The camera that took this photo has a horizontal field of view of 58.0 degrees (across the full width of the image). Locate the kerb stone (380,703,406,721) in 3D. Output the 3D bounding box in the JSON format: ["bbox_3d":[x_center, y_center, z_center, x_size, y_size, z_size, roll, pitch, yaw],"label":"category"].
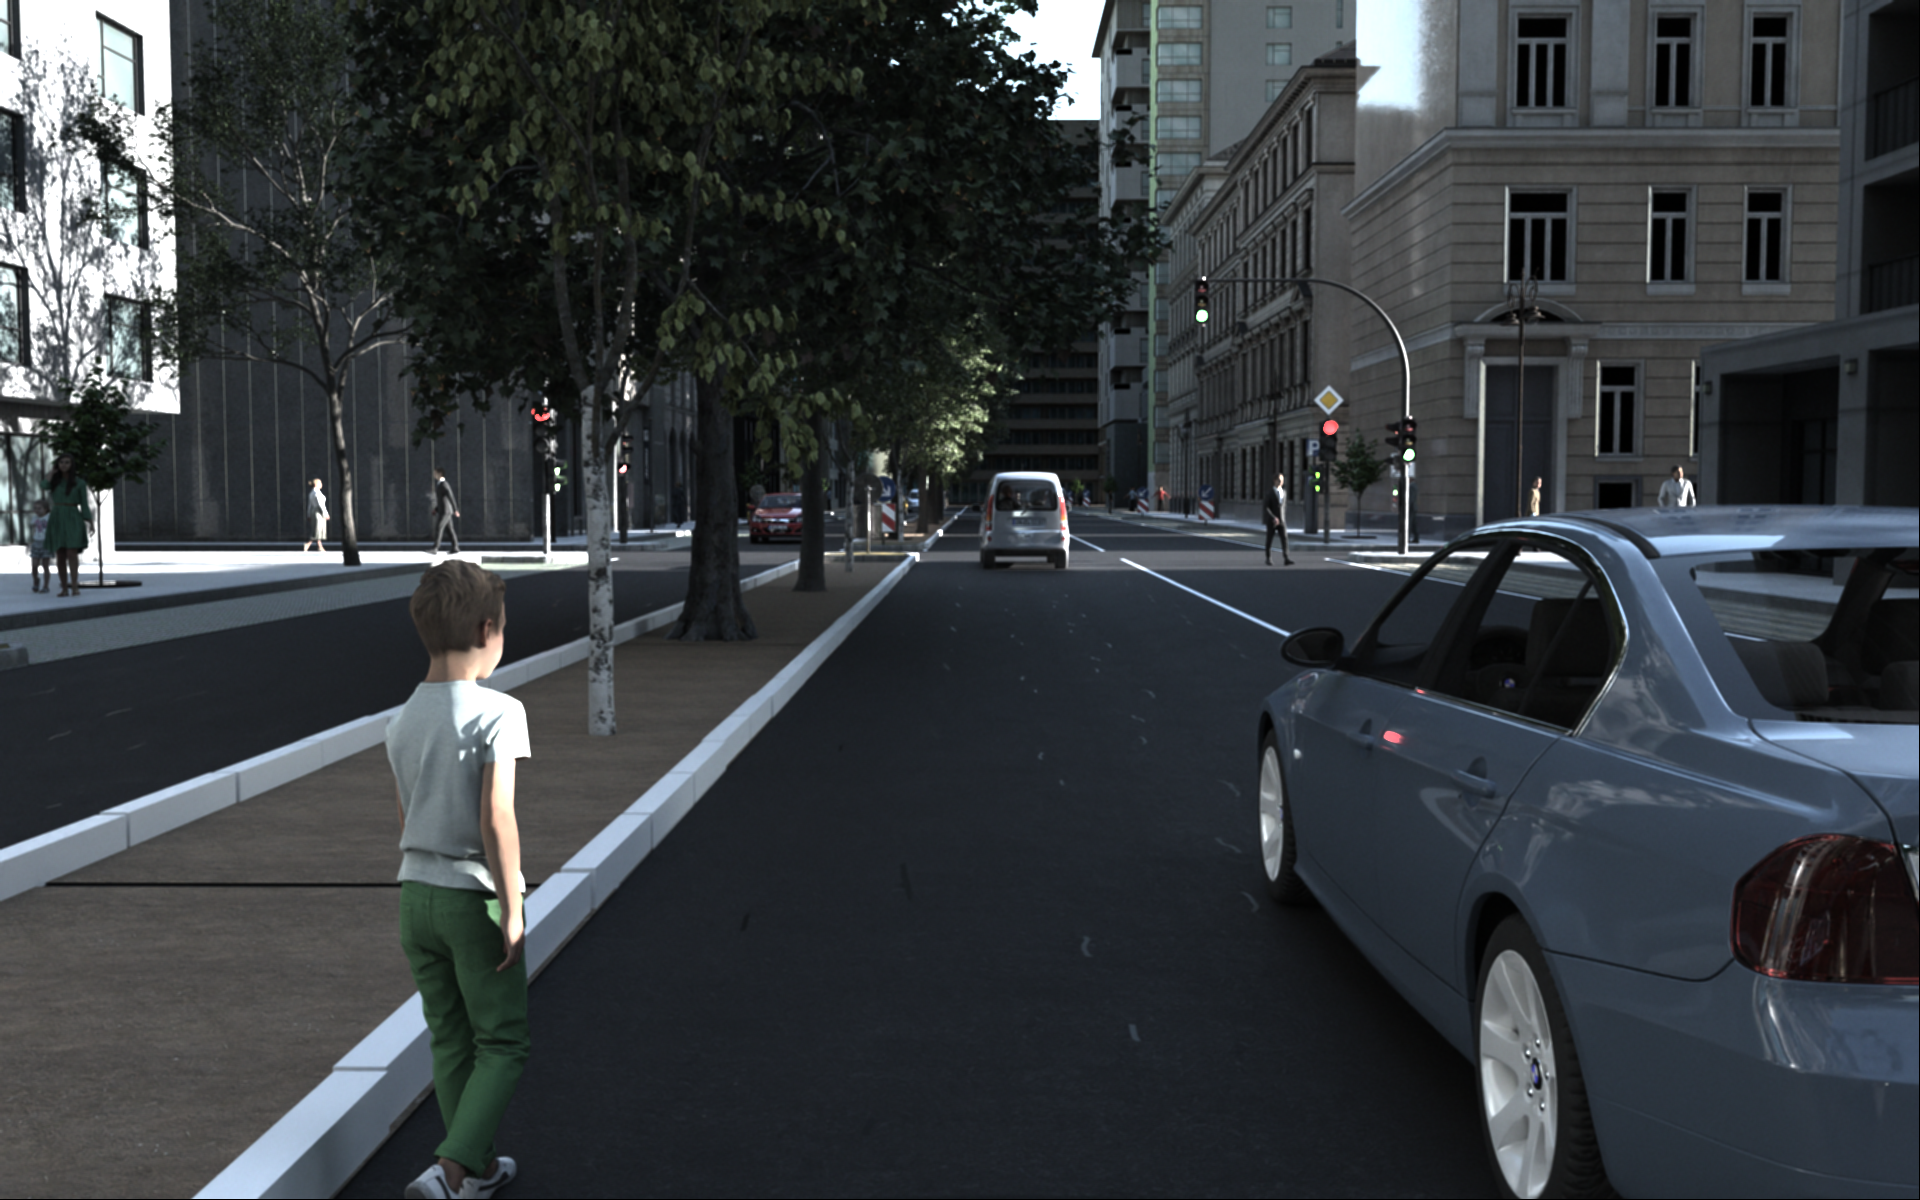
[{"bbox_3d":[-3.364,0.720,10.556,0.120,0.150,1.000,0,4,1],"label":"kerb stone"}]

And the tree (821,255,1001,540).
[{"bbox_3d":[-1.957,-7.683,53.822,9.928,11.665,9.643,0,3,0],"label":"tree"}]

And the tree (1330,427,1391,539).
[{"bbox_3d":[11.474,-3.410,50.347,1.663,3.219,1.824,0,3,0],"label":"tree"}]

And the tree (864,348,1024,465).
[{"bbox_3d":[-1.506,-8.278,72.223,8.767,10.594,7.601,0,4,1],"label":"tree"}]

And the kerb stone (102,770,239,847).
[{"bbox_3d":[-3.401,0.900,7.480,0.120,0.150,1.000,0,4,1],"label":"kerb stone"}]

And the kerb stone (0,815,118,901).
[{"bbox_3d":[-3.408,0.967,6.448,0.120,0.150,1.000,0,4,1],"label":"kerb stone"}]

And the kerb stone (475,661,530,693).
[{"bbox_3d":[-3.338,0.586,12.608,0.120,0.150,1.000,0,4,1],"label":"kerb stone"}]

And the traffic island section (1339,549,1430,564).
[{"bbox_3d":[9.404,-0.885,36.755,2.009,0.180,2.903,0,4,1],"label":"traffic island section"}]

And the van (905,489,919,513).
[{"bbox_3d":[-3.256,-7.878,135.820,2.013,2.044,4.112,0,4,2],"label":"van"}]

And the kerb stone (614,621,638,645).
[{"bbox_3d":[-3.294,0.335,16.711,0.120,0.150,1.000,0,4,1],"label":"kerb stone"}]

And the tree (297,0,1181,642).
[{"bbox_3d":[-2.427,-5.960,16.916,9.611,12.733,9.660,0,3,0],"label":"tree"}]

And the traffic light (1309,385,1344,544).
[{"bbox_3d":[9.451,-3.407,44.626,0.839,4.253,0.868,0,4,1],"label":"traffic light"}]

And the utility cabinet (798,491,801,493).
[{"bbox_3d":[-9.859,-6.069,107.914,0.318,1.500,1.173,0,4,2],"label":"utility cabinet"}]

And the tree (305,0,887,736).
[{"bbox_3d":[-2.086,-3.484,9.776,4.737,8.622,4.395,0,3,0],"label":"tree"}]

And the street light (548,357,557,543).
[{"bbox_3d":[-10.769,-4.459,45.697,0.468,5.910,1.993,0,4,1],"label":"street light"}]

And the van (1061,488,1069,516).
[{"bbox_3d":[6.374,-6.716,116.820,2.013,2.044,4.112,0,4,1],"label":"van"}]

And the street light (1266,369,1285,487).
[{"bbox_3d":[11.704,-5.602,64.385,0.468,5.910,1.993,0,4,1],"label":"street light"}]

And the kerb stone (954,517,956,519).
[{"bbox_3d":[-0.422,-4.021,87.943,0.120,0.150,1.000,0,4,1],"label":"kerb stone"}]

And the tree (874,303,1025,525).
[{"bbox_3d":[-1.349,-10.509,80.931,9.857,13.997,8.962,0,3,0],"label":"tree"}]

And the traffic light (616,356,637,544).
[{"bbox_3d":[-6.616,-4.291,44.819,4.771,5.953,1.251,0,4,1],"label":"traffic light"}]

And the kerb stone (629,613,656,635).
[{"bbox_3d":[-3.292,0.273,17.733,0.120,0.150,1.000,0,4,1],"label":"kerb stone"}]

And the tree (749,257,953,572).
[{"bbox_3d":[-2.039,-4.823,31.681,4.360,8.622,3.978,0,3,0],"label":"tree"}]

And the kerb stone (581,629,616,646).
[{"bbox_3d":[-3.305,0.398,15.688,0.120,0.150,1.000,0,4,1],"label":"kerb stone"}]

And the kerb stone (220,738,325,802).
[{"bbox_3d":[-3.381,0.838,8.502,0.120,0.150,1.000,0,4,1],"label":"kerb stone"}]

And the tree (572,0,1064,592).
[{"bbox_3d":[-2.287,-6.420,25.552,7.486,12.596,7.792,0,3,0],"label":"tree"}]

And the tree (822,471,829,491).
[{"bbox_3d":[-10.049,-7.626,119.279,1.663,3.219,1.824,0,3,0],"label":"tree"}]

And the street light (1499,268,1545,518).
[{"bbox_3d":[11.490,-3.838,35.547,0.468,5.910,1.993,0,4,1],"label":"street light"}]

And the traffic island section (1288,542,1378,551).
[{"bbox_3d":[9.491,-1.374,44.739,2.009,0.180,2.903,0,4,1],"label":"traffic island section"}]

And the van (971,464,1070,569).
[{"bbox_3d":[1.242,-1.689,34.635,2.013,2.044,4.112,0,4,0],"label":"van"}]

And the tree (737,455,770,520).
[{"bbox_3d":[-10.290,-5.623,86.530,1.663,3.219,1.824,0,3,0],"label":"tree"}]

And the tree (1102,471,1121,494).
[{"bbox_3d":[12.779,-9.252,145.865,1.663,3.219,1.824,0,3,0],"label":"tree"}]

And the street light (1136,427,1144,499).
[{"bbox_3d":[12.354,-8.967,119.394,0.468,5.910,1.993,0,4,1],"label":"street light"}]

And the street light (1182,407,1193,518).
[{"bbox_3d":[12.030,-7.282,91.852,0.468,5.910,1.993,0,4,1],"label":"street light"}]

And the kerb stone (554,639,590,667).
[{"bbox_3d":[-3.316,0.465,14.654,0.120,0.150,1.000,0,4,1],"label":"kerb stone"}]

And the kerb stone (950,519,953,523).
[{"bbox_3d":[-0.500,-3.518,79.738,0.120,0.150,1.000,0,4,1],"label":"kerb stone"}]

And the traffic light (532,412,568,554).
[{"bbox_3d":[-8.796,-2.930,36.822,0.839,4.253,0.868,0,4,1],"label":"traffic light"}]

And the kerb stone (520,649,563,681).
[{"bbox_3d":[-3.329,0.524,13.632,0.120,0.150,1.000,0,4,1],"label":"kerb stone"}]

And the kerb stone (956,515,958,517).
[{"bbox_3d":[-0.327,-4.524,96.159,0.120,0.150,1.000,0,4,1],"label":"kerb stone"}]

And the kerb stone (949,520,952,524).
[{"bbox_3d":[-0.543,-3.331,76.658,0.120,0.150,1.000,0,4,1],"label":"kerb stone"}]

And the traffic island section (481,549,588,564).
[{"bbox_3d":[-8.836,-0.898,36.957,2.009,0.180,2.903,0,4,1],"label":"traffic island section"}]

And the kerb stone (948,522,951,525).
[{"bbox_3d":[-0.574,-3.143,73.583,0.120,0.150,1.000,0,4,1],"label":"kerb stone"}]

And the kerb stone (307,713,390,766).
[{"bbox_3d":[-3.378,0.775,9.525,0.120,0.150,1.000,0,4,1],"label":"kerb stone"}]

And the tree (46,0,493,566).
[{"bbox_3d":[-11.225,-5.895,30.789,7.601,10.594,8.767,1,4,10],"label":"tree"}]

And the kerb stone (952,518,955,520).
[{"bbox_3d":[-0.450,-3.832,84.853,0.120,0.150,1.000,0,4,1],"label":"kerb stone"}]

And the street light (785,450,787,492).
[{"bbox_3d":[-10.117,-7.819,100.636,0.468,5.910,1.993,0,4,1],"label":"street light"}]

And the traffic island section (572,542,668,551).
[{"bbox_3d":[-8.749,-1.386,44.942,2.009,0.180,2.903,0,4,1],"label":"traffic island section"}]

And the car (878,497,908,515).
[{"bbox_3d":[-4.549,-6.616,118.395,2.015,1.641,3.980,0,4,2],"label":"car"}]

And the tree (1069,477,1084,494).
[{"bbox_3d":[13.270,-12.299,195.696,1.663,3.219,1.824,0,3,0],"label":"tree"}]

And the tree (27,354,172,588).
[{"bbox_3d":[-11.806,-1.799,24.012,1.663,3.219,1.824,0,3,0],"label":"tree"}]

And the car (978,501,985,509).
[{"bbox_3d":[1.897,-4.258,78.660,2.155,1.783,4.494,0,3,0],"label":"car"}]

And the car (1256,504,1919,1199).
[{"bbox_3d":[1.941,0.453,4.590,2.014,1.417,4.499,0,4,0],"label":"car"}]

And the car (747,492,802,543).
[{"bbox_3d":[-5.210,-2.609,51.693,2.155,1.783,4.494,0,3,0],"label":"car"}]

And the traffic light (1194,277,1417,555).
[{"bbox_3d":[7.272,-3.783,36.523,4.771,5.953,1.251,0,4,1],"label":"traffic light"}]

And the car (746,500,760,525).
[{"bbox_3d":[-8.270,-4.009,75.766,2.015,1.641,3.980,0,4,1],"label":"car"}]

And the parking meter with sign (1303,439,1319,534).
[{"bbox_3d":[11.323,-3.639,55.764,0.543,3.016,1.738,0,4,6],"label":"parking meter with sign"}]

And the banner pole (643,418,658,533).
[{"bbox_3d":[-10.189,-4.075,56.646,0.401,3.779,0.863,1,4,11],"label":"banner pole"}]
